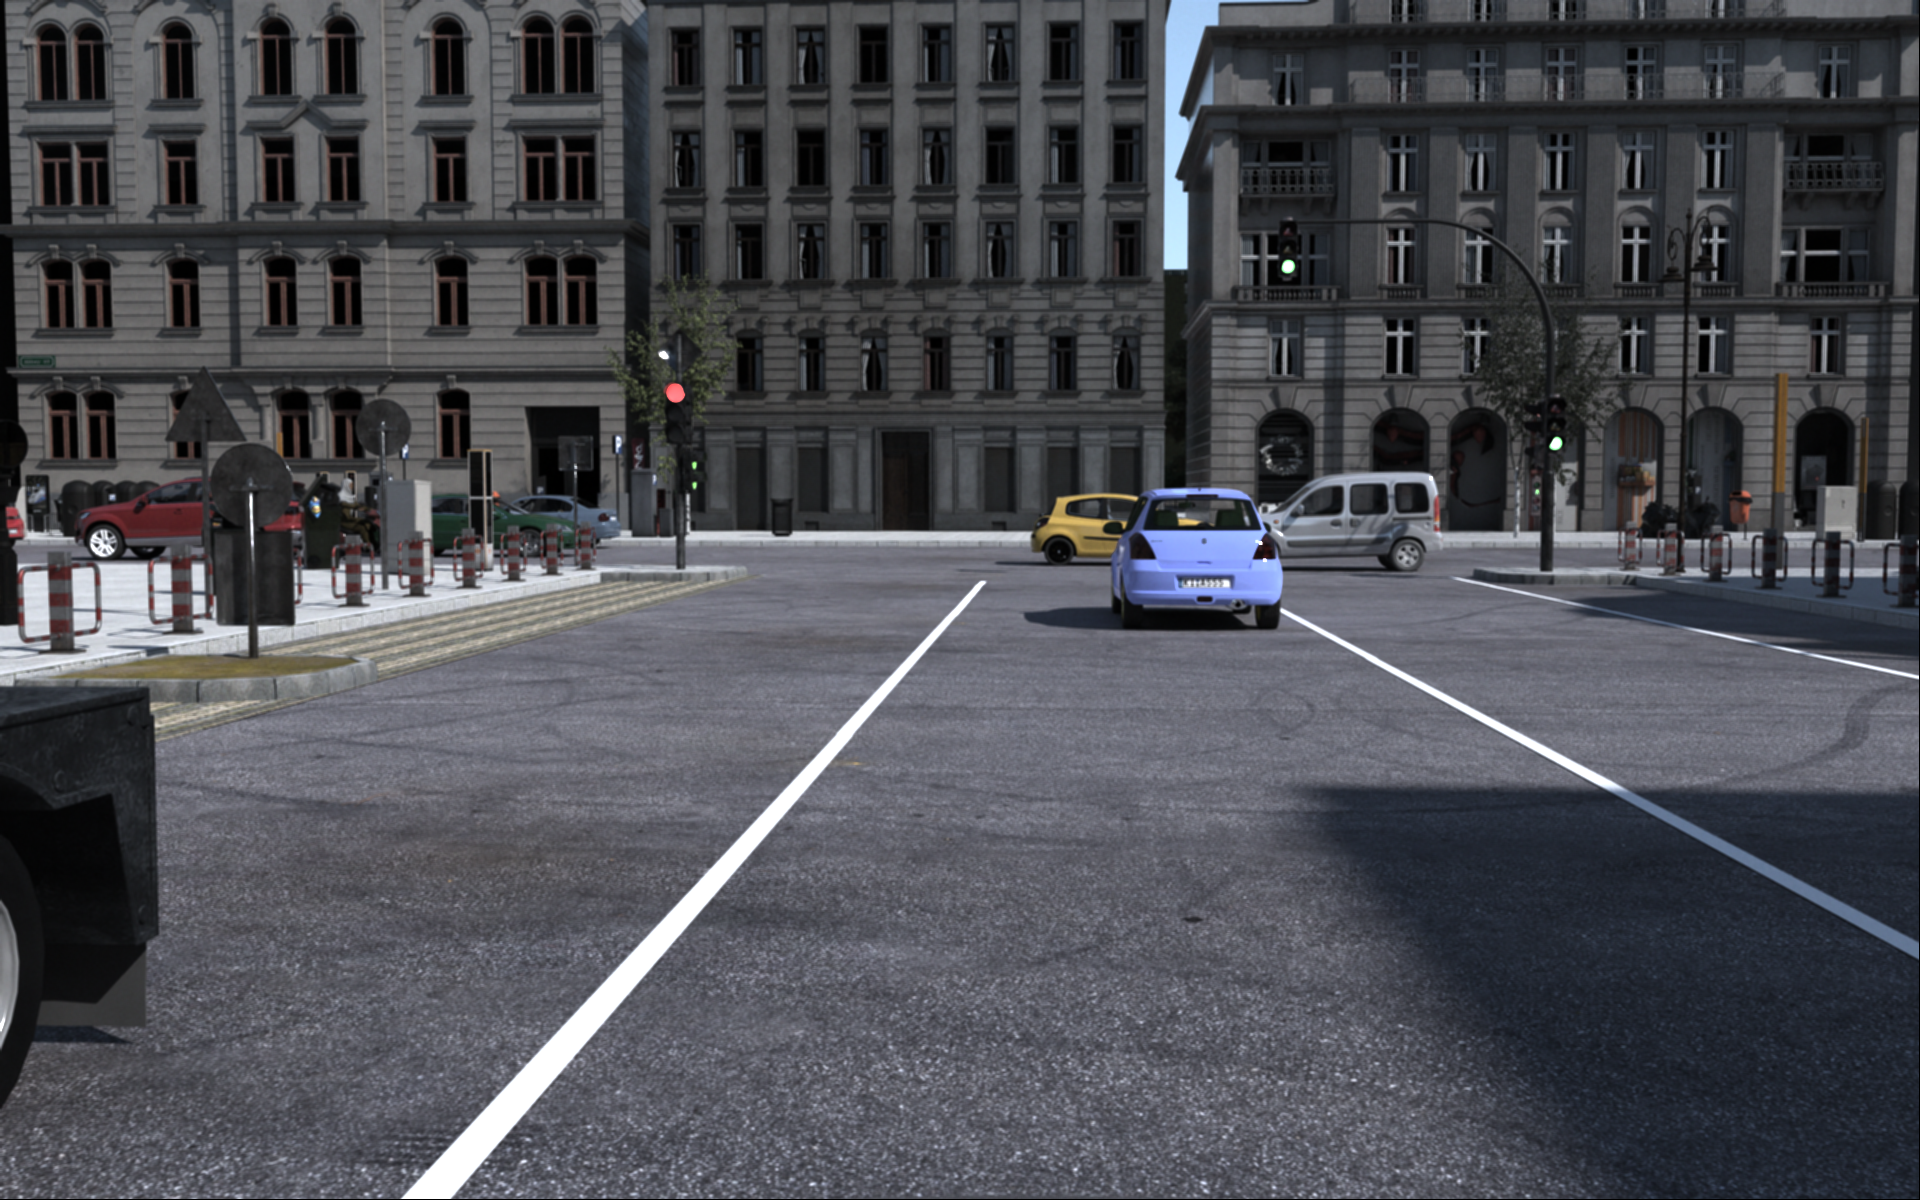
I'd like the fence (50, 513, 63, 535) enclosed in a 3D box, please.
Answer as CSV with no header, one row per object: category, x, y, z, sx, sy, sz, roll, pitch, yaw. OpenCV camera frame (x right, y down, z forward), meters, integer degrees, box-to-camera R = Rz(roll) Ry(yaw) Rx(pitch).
fence,-27.665,-2.398,54.584,0.278,0.683,2.069,3,4,38

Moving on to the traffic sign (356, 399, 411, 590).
traffic sign,-7.734,-1.414,23.230,0.768,2.556,0.104,0,4,5

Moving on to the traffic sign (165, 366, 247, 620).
traffic sign,-7.675,-1.078,17.626,0.884,2.594,0.081,0,4,7

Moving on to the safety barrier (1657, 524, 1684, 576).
safety barrier,11.165,-0.793,27.233,0.300,0.817,1.120,0,4,3

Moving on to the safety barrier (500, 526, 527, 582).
safety barrier,-6.552,-0.682,25.427,0.300,0.817,1.120,0,4,3

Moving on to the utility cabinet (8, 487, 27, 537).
utility cabinet,-27.842,-2.596,51.128,0.318,1.500,1.173,-3,4,-37

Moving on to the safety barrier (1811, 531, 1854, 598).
safety barrier,10.822,-0.441,21.490,0.300,0.817,1.120,0,4,3

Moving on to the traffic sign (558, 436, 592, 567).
traffic sign,-6.784,-1.739,30.568,0.606,2.300,0.079,0,4,6

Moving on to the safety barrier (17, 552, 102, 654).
safety barrier,-7.233,0.021,13.935,0.300,0.817,1.120,0,4,3

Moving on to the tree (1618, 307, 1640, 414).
tree,19.039,-6.382,54.714,4.360,8.622,3.978,0,3,0

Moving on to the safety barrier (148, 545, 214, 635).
safety barrier,-7.119,-0.096,15.848,0.300,0.817,1.120,0,4,3

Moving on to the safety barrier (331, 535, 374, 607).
safety barrier,-6.892,-0.331,19.683,0.300,0.817,1.120,0,4,3

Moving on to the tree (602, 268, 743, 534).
tree,-9.077,-6.470,56.145,4.737,8.622,4.395,0,3,0

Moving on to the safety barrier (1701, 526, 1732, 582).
safety barrier,11.051,-0.675,25.317,0.300,0.817,1.120,0,4,3

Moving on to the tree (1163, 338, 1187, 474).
tree,17.858,-13.535,128.722,7.806,13.903,7.818,0,3,0

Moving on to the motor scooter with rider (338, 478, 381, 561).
motor scooter with rider,-11.635,-1.504,33.563,1.986,1.779,0.876,0,4,5

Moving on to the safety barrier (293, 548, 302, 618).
safety barrier,-7.007,-0.213,17.761,0.300,0.817,1.120,0,4,3

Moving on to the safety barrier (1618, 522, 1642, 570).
safety barrier,11.277,-0.910,29.147,0.300,0.817,1.120,0,4,3

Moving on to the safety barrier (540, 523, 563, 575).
safety barrier,-6.442,-0.799,27.342,0.300,0.817,1.120,0,4,3

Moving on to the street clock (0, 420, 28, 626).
street clock,-9.359,-0.756,16.924,0.358,2.002,0.471,1,4,18

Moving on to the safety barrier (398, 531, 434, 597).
safety barrier,-6.779,-0.448,21.600,0.300,0.817,1.120,0,4,3

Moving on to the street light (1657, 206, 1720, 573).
street light,11.764,-3.384,28.116,0.468,5.910,1.993,0,4,3

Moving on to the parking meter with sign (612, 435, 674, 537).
parking meter with sign,-9.378,-3.374,51.423,1.738,3.016,0.543,1,4,10

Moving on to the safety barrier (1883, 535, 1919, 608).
safety barrier,10.708,-0.324,19.567,0.300,0.817,1.120,0,4,3

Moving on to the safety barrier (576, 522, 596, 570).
safety barrier,-6.323,-0.917,29.269,0.300,0.817,1.120,0,4,3

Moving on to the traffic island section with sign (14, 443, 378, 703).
traffic island section with sign,-5.456,-0.253,12.763,1.989,1.847,2.006,0,4,3

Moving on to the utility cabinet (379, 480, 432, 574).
utility cabinet,-8.828,-1.159,27.632,0.318,1.500,1.173,-3,5,-45

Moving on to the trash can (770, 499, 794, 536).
trash can,-5.404,-2.504,52.595,0.748,1.137,0.748,0,3,0

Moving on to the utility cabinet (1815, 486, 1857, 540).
utility cabinet,24.265,-2.401,47.936,1.173,1.500,0.318,-1,4,-22

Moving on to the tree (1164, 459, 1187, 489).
tree,19.349,-10.529,155.860,4.285,4.588,4.351,0,3,0

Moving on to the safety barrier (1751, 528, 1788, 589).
safety barrier,10.935,-0.558,23.404,0.300,0.817,1.120,0,4,3

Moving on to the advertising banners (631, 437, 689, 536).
advertising banners,-9.239,-3.490,53.244,2.074,3.025,0.090,2,4,25

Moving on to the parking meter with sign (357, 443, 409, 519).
parking meter with sign,-19.679,-3.830,58.884,1.738,3.016,0.543,0,4,5

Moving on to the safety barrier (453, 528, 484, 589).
safety barrier,-6.668,-0.565,23.514,0.300,0.817,1.120,0,4,3

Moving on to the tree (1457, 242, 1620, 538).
tree,16.361,-6.120,50.420,4.360,8.622,3.978,0,3,0
